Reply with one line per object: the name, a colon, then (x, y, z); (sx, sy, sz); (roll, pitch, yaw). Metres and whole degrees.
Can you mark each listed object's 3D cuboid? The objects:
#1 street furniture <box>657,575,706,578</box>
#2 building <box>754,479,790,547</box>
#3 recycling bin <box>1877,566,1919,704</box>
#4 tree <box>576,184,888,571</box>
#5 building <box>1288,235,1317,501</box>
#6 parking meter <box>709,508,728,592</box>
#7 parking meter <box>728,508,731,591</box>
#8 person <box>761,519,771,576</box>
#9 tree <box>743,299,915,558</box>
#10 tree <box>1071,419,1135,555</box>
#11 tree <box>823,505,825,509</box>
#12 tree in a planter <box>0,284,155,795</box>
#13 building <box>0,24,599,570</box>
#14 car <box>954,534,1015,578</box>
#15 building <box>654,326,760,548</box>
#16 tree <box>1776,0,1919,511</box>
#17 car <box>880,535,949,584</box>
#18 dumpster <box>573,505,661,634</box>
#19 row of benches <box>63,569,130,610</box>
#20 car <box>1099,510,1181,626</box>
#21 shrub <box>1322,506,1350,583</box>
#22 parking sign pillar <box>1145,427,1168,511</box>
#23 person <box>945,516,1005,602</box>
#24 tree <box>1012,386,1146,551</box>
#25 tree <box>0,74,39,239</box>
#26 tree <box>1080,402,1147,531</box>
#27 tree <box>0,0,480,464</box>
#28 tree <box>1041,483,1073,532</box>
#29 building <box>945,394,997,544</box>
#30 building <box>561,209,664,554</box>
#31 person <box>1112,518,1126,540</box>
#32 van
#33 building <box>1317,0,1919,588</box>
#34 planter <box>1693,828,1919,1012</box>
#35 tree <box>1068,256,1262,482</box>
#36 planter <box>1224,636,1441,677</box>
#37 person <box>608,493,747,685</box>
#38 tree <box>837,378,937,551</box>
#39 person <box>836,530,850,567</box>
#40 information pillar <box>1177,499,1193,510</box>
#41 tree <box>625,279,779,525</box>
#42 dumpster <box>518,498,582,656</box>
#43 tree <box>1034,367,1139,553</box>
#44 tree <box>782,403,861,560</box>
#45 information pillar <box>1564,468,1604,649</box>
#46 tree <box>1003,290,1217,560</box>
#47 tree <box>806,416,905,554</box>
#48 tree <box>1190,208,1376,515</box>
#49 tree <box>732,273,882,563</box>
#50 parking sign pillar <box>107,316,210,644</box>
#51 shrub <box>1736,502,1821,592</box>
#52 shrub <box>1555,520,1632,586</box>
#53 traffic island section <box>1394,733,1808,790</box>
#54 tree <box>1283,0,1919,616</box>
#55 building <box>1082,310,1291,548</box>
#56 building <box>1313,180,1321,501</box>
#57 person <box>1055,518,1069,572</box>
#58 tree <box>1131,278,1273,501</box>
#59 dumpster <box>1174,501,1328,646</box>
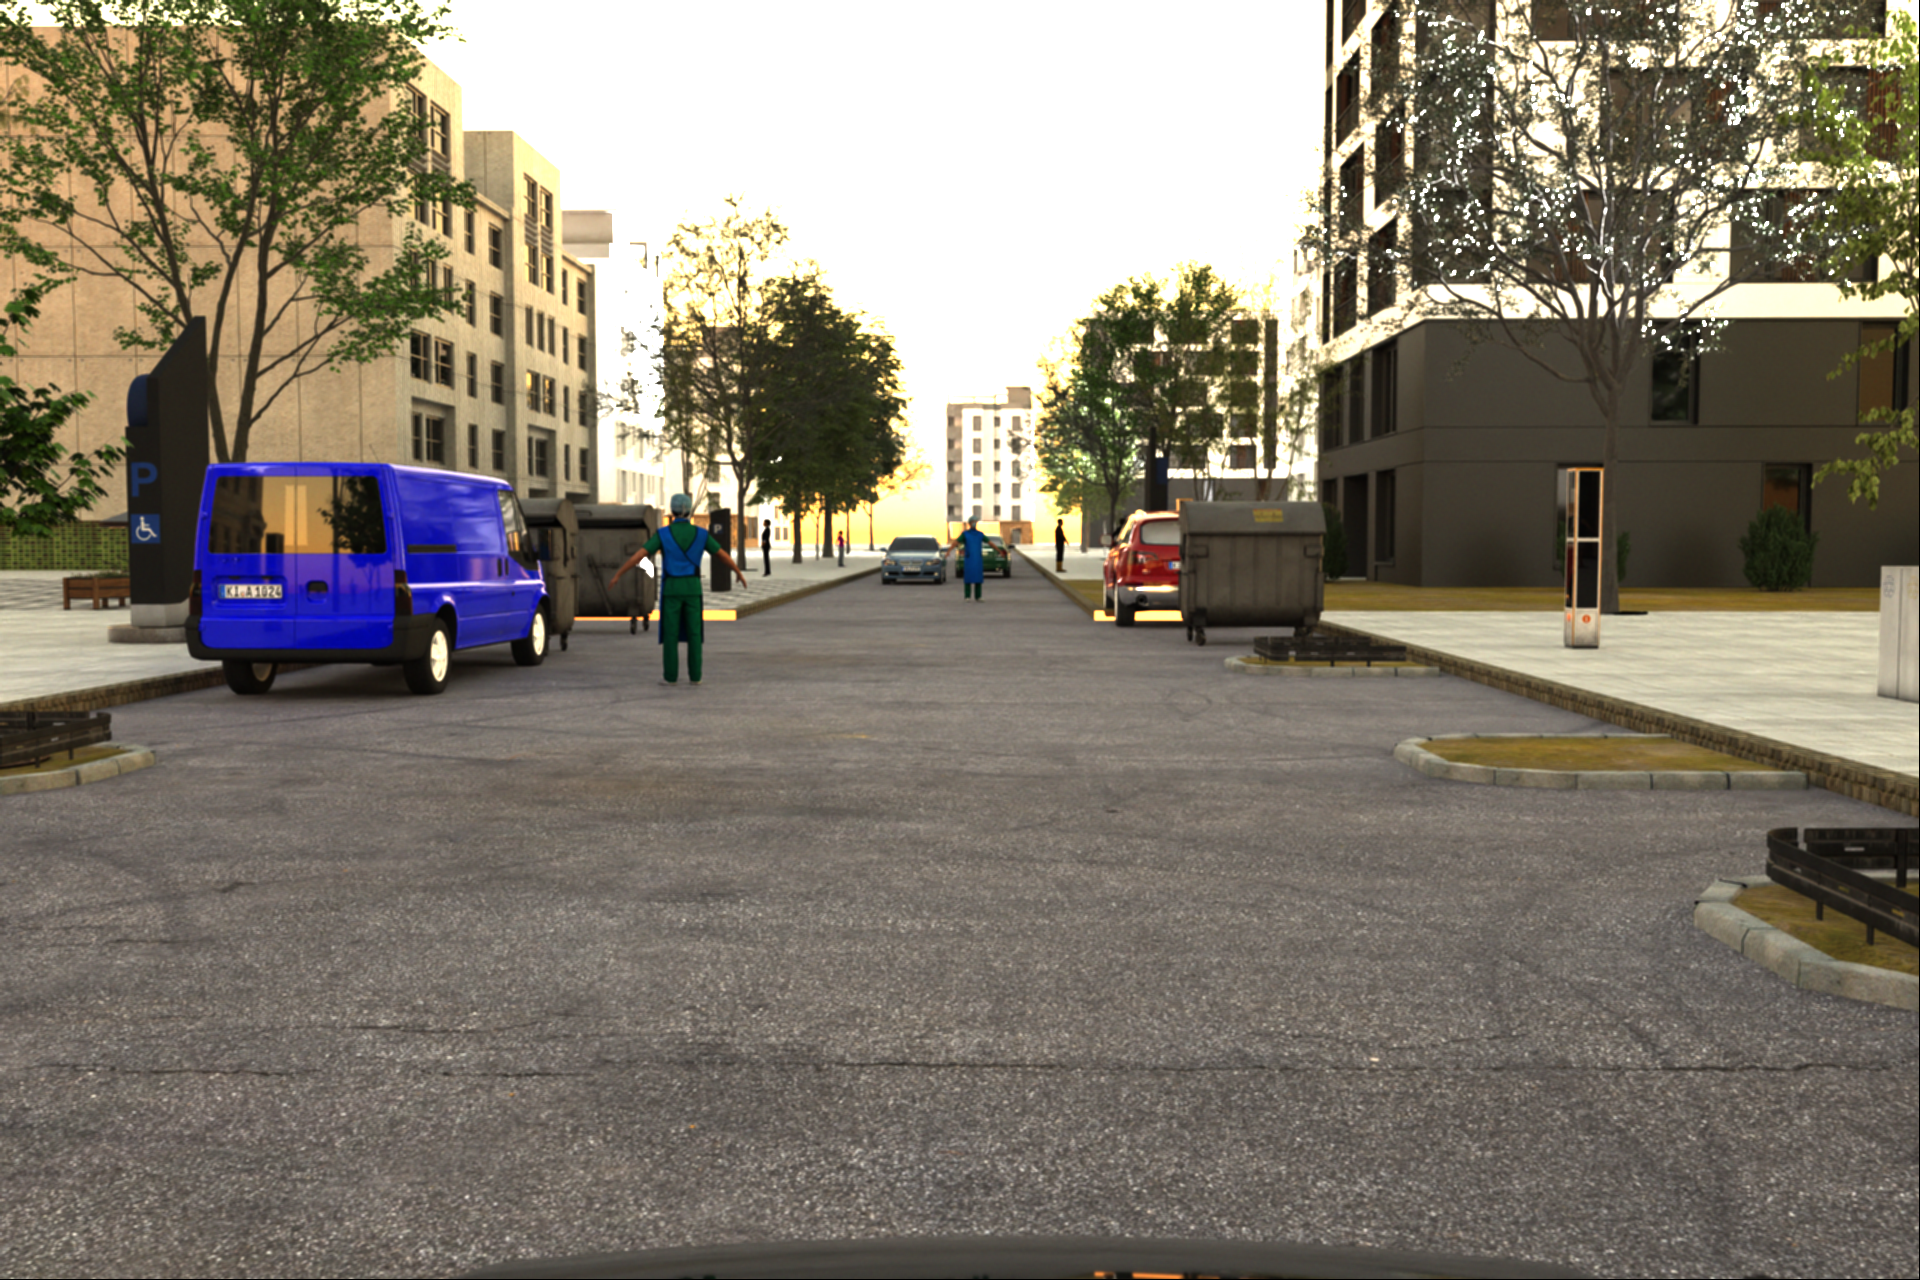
street furniture: (-13.015, -2.299, 44.449); (11.010, 1.723, 9.812); (-2, 4, -27)
building: (-23.244, -15.280, 191.979); (9.099, 9.664, 28.070); (0, 4, 2)
recycling bin: (7.620, -0.050, 13.371); (0.722, 1.027, 0.722); (0, 4, 2)
tree: (-7.653, -9.182, 60.493); (12.009, 13.543, 11.850); (0, 3, 0)
building: (26.277, -15.535, 110.421); (16.016, 20.090, 11.380); (0, 4, 1)
parking meter: (-5.390, -2.014, 38.633); (0.399, 1.863, 0.255); (0, 4, 3)
parking meter: (-5.389, -2.044, 39.124); (0.399, 1.863, 0.255); (0, 4, 3)
person: (-5.959, -2.809, 52.653); (0.721, 1.740, 1.216); (0, 4, -7)
tree: (-7.337, -11.504, 94.741); (9.857, 13.997, 8.962); (0, 3, 0)
tree: (8.823, -9.438, 104.677); (4.360, 8.622, 3.978); (0, 3, 0)
tree: (-16.047, -22.338, 221.107); (12.611, 20.169, 13.585); (0, 3, 0)
tree in a planter: (-6.005, -0.794, 10.209); (1.991, 3.239, 1.994); (0, 4, 1)
building: (-27.875, -12.835, 76.317); (16.747, 18.905, 31.486); (0, 4, 1)
car: (0.790, -2.829, 58.057); (2.131, 1.459, 4.920); (0, 4, 1)
building: (-25.175, -18.489, 158.723); (16.016, 20.090, 11.380); (0, 4, 2)
tree: (9.441, -4.002, 15.798); (4.737, 8.622, 4.395); (0, 3, 0)
car: (-1.314, -2.370, 50.755); (2.014, 1.417, 4.499); (0, 4, 2)
dumpster: (-5.363, -1.036, 25.149); (1.865, 1.857, 1.264); (0, 4, 1)
row of benches: (-14.520, -0.967, 31.279); (1.422, 0.672, 4.104); (1, 4, 10)
car: (3.461, -1.205, 28.382); (2.281, 1.827, 5.304); (0, 4, 2)
shrub: (9.495, -2.541, 45.589); (1.661, 2.075, 1.752); (0, 3, 0)
parking sign pillar: (4.987, -3.410, 44.227); (1.447, 3.967, 1.447); (0, 3, 0)
person: (0.293, -1.718, 36.672); (1.347, 1.817, 0.704); (-1, 4, -19)
tree: (9.532, -13.699, 134.342); (12.009, 13.543, 11.850); (0, 3, 0)
tree: (-11.302, -4.056, 16.684); (4.360, 8.622, 3.978); (0, 3, 0)
tree: (8.438, -8.987, 97.299); (4.360, 8.622, 3.978); (0, 3, 0)
tree: (-11.486, -6.196, 27.057); (9.928, 11.665, 9.643); (0, 3, 0)
tree: (12.668, -16.765, 224.470); (4.737, 8.622, 4.395); (0, 3, 0)
building: (-1.667, -22.444, 225.843); (11.380, 20.090, 16.016); (0, 4, 5)
building: (-24.997, -15.038, 102.287); (16.016, 20.090, 11.380); (0, 4, 2)
person: (5.474, -3.171, 58.031); (0.705, 1.806, 1.347); (-3, 5, -42)
van: (-5.538, -0.780, 17.130); (2.240, 2.365, 5.245); (0, 4, 1)
building: (25.417, -13.022, 56.890); (27.936, 21.610, 32.646); (0, 4, 1)
planter: (3.662, 0.932, 5.909); (1.991, 0.319, 1.994); (0, 4, 2)
tree: (7.574, -8.490, 64.561); (9.928, 11.665, 9.643); (0, 3, 0)
planter: (3.850, 0.168, 18.388); (1.991, 0.319, 1.994); (0, 4, 1)
person: (-2.660, -0.483, 16.480); (1.347, 1.817, 0.704); (-2, 4, -24)
tree: (-6.718, -13.359, 128.788); (12.009, 13.543, 11.850); (0, 3, 0)
person: (-4.606, -3.587, 67.913); (0.599, 1.433, 0.991); (-3, 4, -36)
information pillar: (4.705, -1.948, 36.348); (0.304, 2.012, 0.304); (0, 4, 1)
tree: (-8.146, -6.140, 50.755); (4.360, 8.622, 3.978); (0, 3, 0)
dumpster: (-5.573, -0.766, 20.746); (1.865, 1.857, 1.264); (0, 4, 1)
tree: (8.664, -12.217, 117.870); (7.486, 12.596, 7.792); (0, 3, 0)
tree: (-6.879, -8.188, 84.239); (4.737, 8.622, 4.395); (0, 3, 0)
information pillar: (6.989, -0.913, 19.418); (0.304, 2.012, 0.304); (0, 4, 1)
tree: (7.668, -10.785, 86.697); (12.009, 13.543, 11.850); (0, 3, 0)
tree: (-6.983, -10.817, 111.276); (8.767, 10.594, 7.601); (2, 4, 35)
tree: (6.942, -5.469, 39.779); (4.360, 8.622, 3.978); (0, 3, 0)
tree: (-6.894, -9.650, 75.900); (7.486, 12.596, 7.792); (0, 3, 0)
parking sign pillar: (-9.522, -1.981, 20.861); (1.447, 3.967, 1.447); (0, 4, 1)
shrub: (18.190, -2.085, 38.517); (1.690, 2.028, 1.600); (0, 3, 0)
shrub: (13.928, -2.062, 38.130); (1.690, 2.028, 1.600); (0, 3, 0)
traffic island section: (3.771, 0.743, 10.710); (1.991, 0.108, 1.994); (0, 4, 1)
tree: (10.420, -7.168, 27.563); (12.009, 13.543, 11.850); (0, 3, 0)
building: (26.074, -20.206, 174.334); (27.936, 21.610, 32.646); (0, 4, 1)
building: (23.592, -14.232, 89.120); (16.016, 20.090, 11.380); (0, 4, 1)
person: (3.416, -3.211, 58.631); (0.704, 1.812, 1.346); (-1, 4, -12)
tree: (7.040, -6.095, 50.012); (4.360, 8.622, 3.978); (0, 3, 0)
dumpster: (3.781, -0.881, 22.626); (1.865, 1.857, 1.264); (0, 4, 1)
